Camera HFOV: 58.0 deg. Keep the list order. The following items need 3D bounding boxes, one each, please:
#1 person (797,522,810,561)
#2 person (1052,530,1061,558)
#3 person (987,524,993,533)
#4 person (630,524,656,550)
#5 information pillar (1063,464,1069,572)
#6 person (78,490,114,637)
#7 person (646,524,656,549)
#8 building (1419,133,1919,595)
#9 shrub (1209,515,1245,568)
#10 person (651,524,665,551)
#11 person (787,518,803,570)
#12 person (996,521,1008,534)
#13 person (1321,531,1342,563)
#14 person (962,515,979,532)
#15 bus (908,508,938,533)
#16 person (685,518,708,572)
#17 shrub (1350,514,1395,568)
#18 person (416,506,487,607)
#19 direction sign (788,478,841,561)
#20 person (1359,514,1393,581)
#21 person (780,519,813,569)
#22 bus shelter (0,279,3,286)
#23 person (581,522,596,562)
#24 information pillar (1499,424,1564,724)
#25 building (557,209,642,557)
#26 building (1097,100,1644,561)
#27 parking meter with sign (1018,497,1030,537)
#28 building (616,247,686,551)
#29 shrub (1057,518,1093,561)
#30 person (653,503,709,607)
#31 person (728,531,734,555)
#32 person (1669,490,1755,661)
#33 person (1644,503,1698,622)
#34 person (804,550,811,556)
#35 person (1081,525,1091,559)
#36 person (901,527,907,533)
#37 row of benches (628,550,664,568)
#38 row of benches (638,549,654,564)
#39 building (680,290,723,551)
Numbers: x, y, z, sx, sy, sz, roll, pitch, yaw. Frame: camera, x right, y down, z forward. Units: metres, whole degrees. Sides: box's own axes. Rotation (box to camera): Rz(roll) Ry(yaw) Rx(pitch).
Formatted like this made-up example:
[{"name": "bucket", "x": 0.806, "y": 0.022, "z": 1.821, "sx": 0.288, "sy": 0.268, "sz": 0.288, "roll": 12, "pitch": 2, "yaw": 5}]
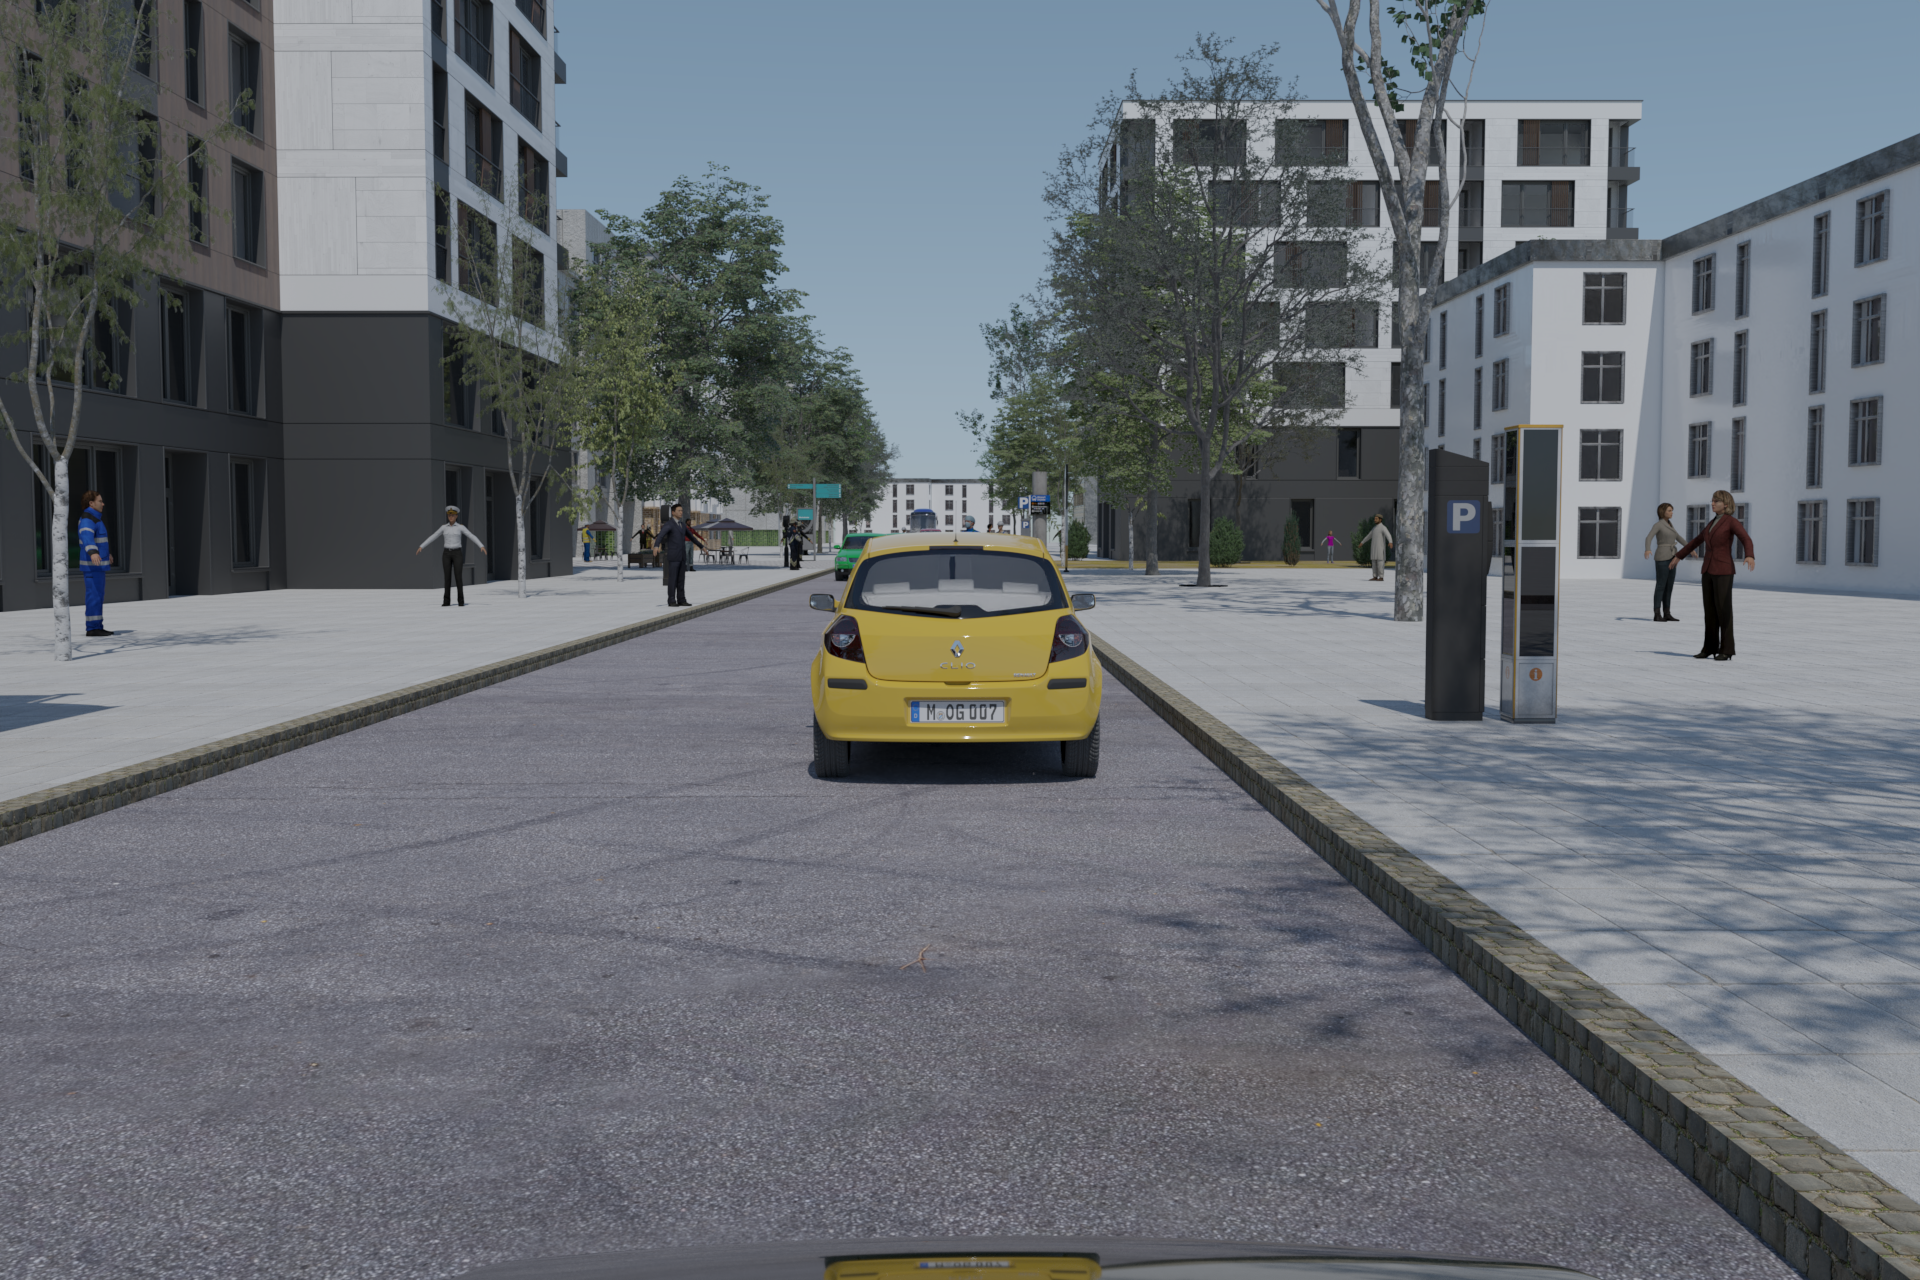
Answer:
[{"name": "person", "x": -7.526, "y": -4.615, "z": 81.226, "sx": 1.354, "sy": 1.856, "sz": 0.705, "roll": 3, "pitch": 5, "yaw": 42}, {"name": "person", "x": 5.544, "y": -5.296, "z": 92.735, "sx": 1.346, "sy": 1.812, "sz": 0.704, "roll": 2, "pitch": 4, "yaw": 26}, {"name": "person", "x": 1.617, "y": -5.214, "z": 91.388, "sx": 0.704, "sy": 1.843, "sz": 1.345, "roll": 1, "pitch": 4, "yaw": 23}, {"name": "person", "x": -16.751, "y": -5.221, "z": 91.557, "sx": 1.347, "sy": 1.806, "sz": 0.705, "roll": -1, "pitch": 4, "yaw": -14}, {"name": "information pillar", "x": 3.575, "y": -4.091, "z": 58.249, "sx": 0.183, "sy": 3.616, "sz": 0.504, "roll": 0, "pitch": 3, "yaw": 0}, {"name": "person", "x": -10.851, "y": -0.966, "z": 21.771, "sx": 0.704, "sy": 1.831, "sz": 1.345, "roll": -1, "pitch": 4, "yaw": -20}, {"name": "person", "x": -18.253, "y": -5.869, "z": 101.726, "sx": 0.705, "sy": 1.858, "sz": 1.354, "roll": 2, "pitch": 4, "yaw": 23}, {"name": "building", "x": 20.760, "y": -6.574, "z": 49.638, "sx": 9.099, "sy": 9.664, "sz": 28.070, "roll": 0, "pitch": 4, "yaw": 0}, {"name": "shrub", "x": 10.025, "y": -3.769, "z": 66.049, "sx": 1.690, "sy": 2.028, "sz": 1.600, "roll": 0, "pitch": 3, "yaw": 0}, {"name": "person", "x": -12.924, "y": -4.235, "z": 75.962, "sx": 1.216, "sy": 1.740, "sz": 0.721, "roll": -1, "pitch": 4, "yaw": -12}, {"name": "person", "x": -5.863, "y": -3.390, "z": 61.292, "sx": 0.704, "sy": 1.845, "sz": 1.351, "roll": -2, "pitch": 4, "yaw": -24}, {"name": "person", "x": 1.268, "y": -2.849, "z": 54.894, "sx": 1.347, "sy": 1.847, "sz": 0.705, "roll": 2, "pitch": 4, "yaw": 32}, {"name": "person", "x": 16.278, "y": -4.081, "z": 75.986, "sx": 0.991, "sy": 1.433, "sz": 0.599, "roll": -1, "pitch": 4, "yaw": -15}, {"name": "person", "x": 0.182, "y": -1.665, "z": 35.809, "sx": 1.347, "sy": 1.817, "sz": 0.704, "roll": 2, "pitch": 4, "yaw": 32}, {"name": "bus", "x": -3.518, "y": -10.915, "z": 170.007, "sx": 2.896, "sy": 3.916, "sz": 12.251, "roll": 0, "pitch": 3, "yaw": 0}, {"name": "person", "x": -9.219, "y": -3.231, "z": 58.927, "sx": 1.345, "sy": 1.816, "sz": 0.704, "roll": -3, "pitch": 4, "yaw": -38}, {"name": "shrub", "x": 15.807, "y": -3.815, "z": 66.424, "sx": 1.661, "sy": 2.075, "sz": 1.752, "roll": 0, "pitch": 3, "yaw": 0}, {"name": "person", "x": -8.987, "y": -1.479, "z": 30.639, "sx": 1.216, "sy": 1.778, "sz": 0.721, "roll": 0, "pitch": 4, "yaw": -4}, {"name": "direction sign", "x": -6.915, "y": -5.758, "z": 82.899, "sx": 2.525, "sy": 3.948, "sz": 1.411, "roll": 0, "pitch": 3, "yaw": 0}, {"name": "person", "x": 11.383, "y": -2.516, "z": 47.226, "sx": 0.704, "sy": 1.819, "sz": 1.344, "roll": -2, "pitch": 4, "yaw": -26}, {"name": "person", "x": -6.107, "y": -3.575, "z": 64.392, "sx": 1.347, "sy": 1.837, "sz": 0.705, "roll": -2, "pitch": 4, "yaw": -33}, {"name": "bus shelter", "x": -6.918, "y": -0.867, "z": 8.098, "sx": 2.014, "sy": 3.302, "sz": 5.546, "roll": 0, "pitch": 4, "yaw": -1}, {"name": "person", "x": -16.992, "y": -4.468, "z": 79.029, "sx": 0.705, "sy": 1.833, "sz": 1.349, "roll": -3, "pitch": 4, "yaw": -38}, {"name": "information pillar", "x": 3.881, "y": -0.446, "z": 11.780, "sx": 0.304, "sy": 2.012, "sz": 0.304, "roll": 0, "pitch": 4, "yaw": -1}, {"name": "building", "x": -28.727, "y": -13.956, "z": 94.643, "sx": 16.747, "sy": 18.905, "sz": 31.486, "roll": 0, "pitch": 4, "yaw": 0}, {"name": "building", "x": 21.537, "y": -15.548, "z": 98.177, "sx": 27.936, "sy": 21.610, "sz": 32.646, "roll": 0, "pitch": 3, "yaw": 0}, {"name": "parking meter with sign", "x": 3.010, "y": -5.156, "z": 80.555, "sx": 0.543, "sy": 3.016, "sz": 1.738, "roll": 0, "pitch": 4, "yaw": -1}, {"name": "building", "x": -25.118, "y": -15.854, "z": 115.630, "sx": 16.016, "sy": 20.090, "sz": 11.380, "roll": 0, "pitch": 4, "yaw": 0}, {"name": "shrub", "x": 5.518, "y": -4.843, "z": 83.228, "sx": 1.661, "sy": 2.075, "sz": 1.752, "roll": 0, "pitch": 3, "yaw": 0}, {"name": "person", "x": -4.984, "y": -1.504, "z": 30.632, "sx": 0.704, "sy": 1.823, "sz": 1.345, "roll": 2, "pitch": 4, "yaw": 34}, {"name": "person", "x": -13.662, "y": -5.957, "z": 103.579, "sx": 0.705, "sy": 1.806, "sz": 1.347, "roll": -1, "pitch": 4, "yaw": -10}, {"name": "person", "x": 7.659, "y": -0.662, "z": 17.628, "sx": 0.721, "sy": 1.729, "sz": 1.215, "roll": -1, "pitch": 4, "yaw": -15}, {"name": "person", "x": 10.376, "y": -1.135, "z": 25.317, "sx": 1.215, "sy": 1.744, "sz": 0.721, "roll": -2, "pitch": 4, "yaw": -34}, {"name": "person", "x": -9.100, "y": -5.913, "z": 102.907, "sx": 0.704, "sy": 1.802, "sz": 1.346, "roll": -2, "pitch": 4, "yaw": -29}, {"name": "person", "x": 6.482, "y": -5.165, "z": 90.909, "sx": 0.721, "sy": 1.772, "sz": 1.216, "roll": 3, "pitch": 5, "yaw": 43}, {"name": "person", "x": -2.540, "y": -4.390, "z": 80.704, "sx": 0.721, "sy": 1.772, "sz": 1.216, "roll": -3, "pitch": 5, "yaw": -42}, {"name": "row of benches", "x": -11.668, "y": -3.152, "z": 67.001, "sx": 1.422, "sy": 0.672, "sz": 4.104, "roll": 1, "pitch": 4, "yaw": 15}, {"name": "row of benches", "x": -12.758, "y": -3.408, "z": 71.178, "sx": 1.422, "sy": 0.672, "sz": 4.104, "roll": -1, "pitch": 4, "yaw": -14}, {"name": "building", "x": -25.253, "y": -17.057, "z": 135.304, "sx": 16.016, "sy": 20.090, "sz": 11.380, "roll": 0, "pitch": 4, "yaw": -1}]
